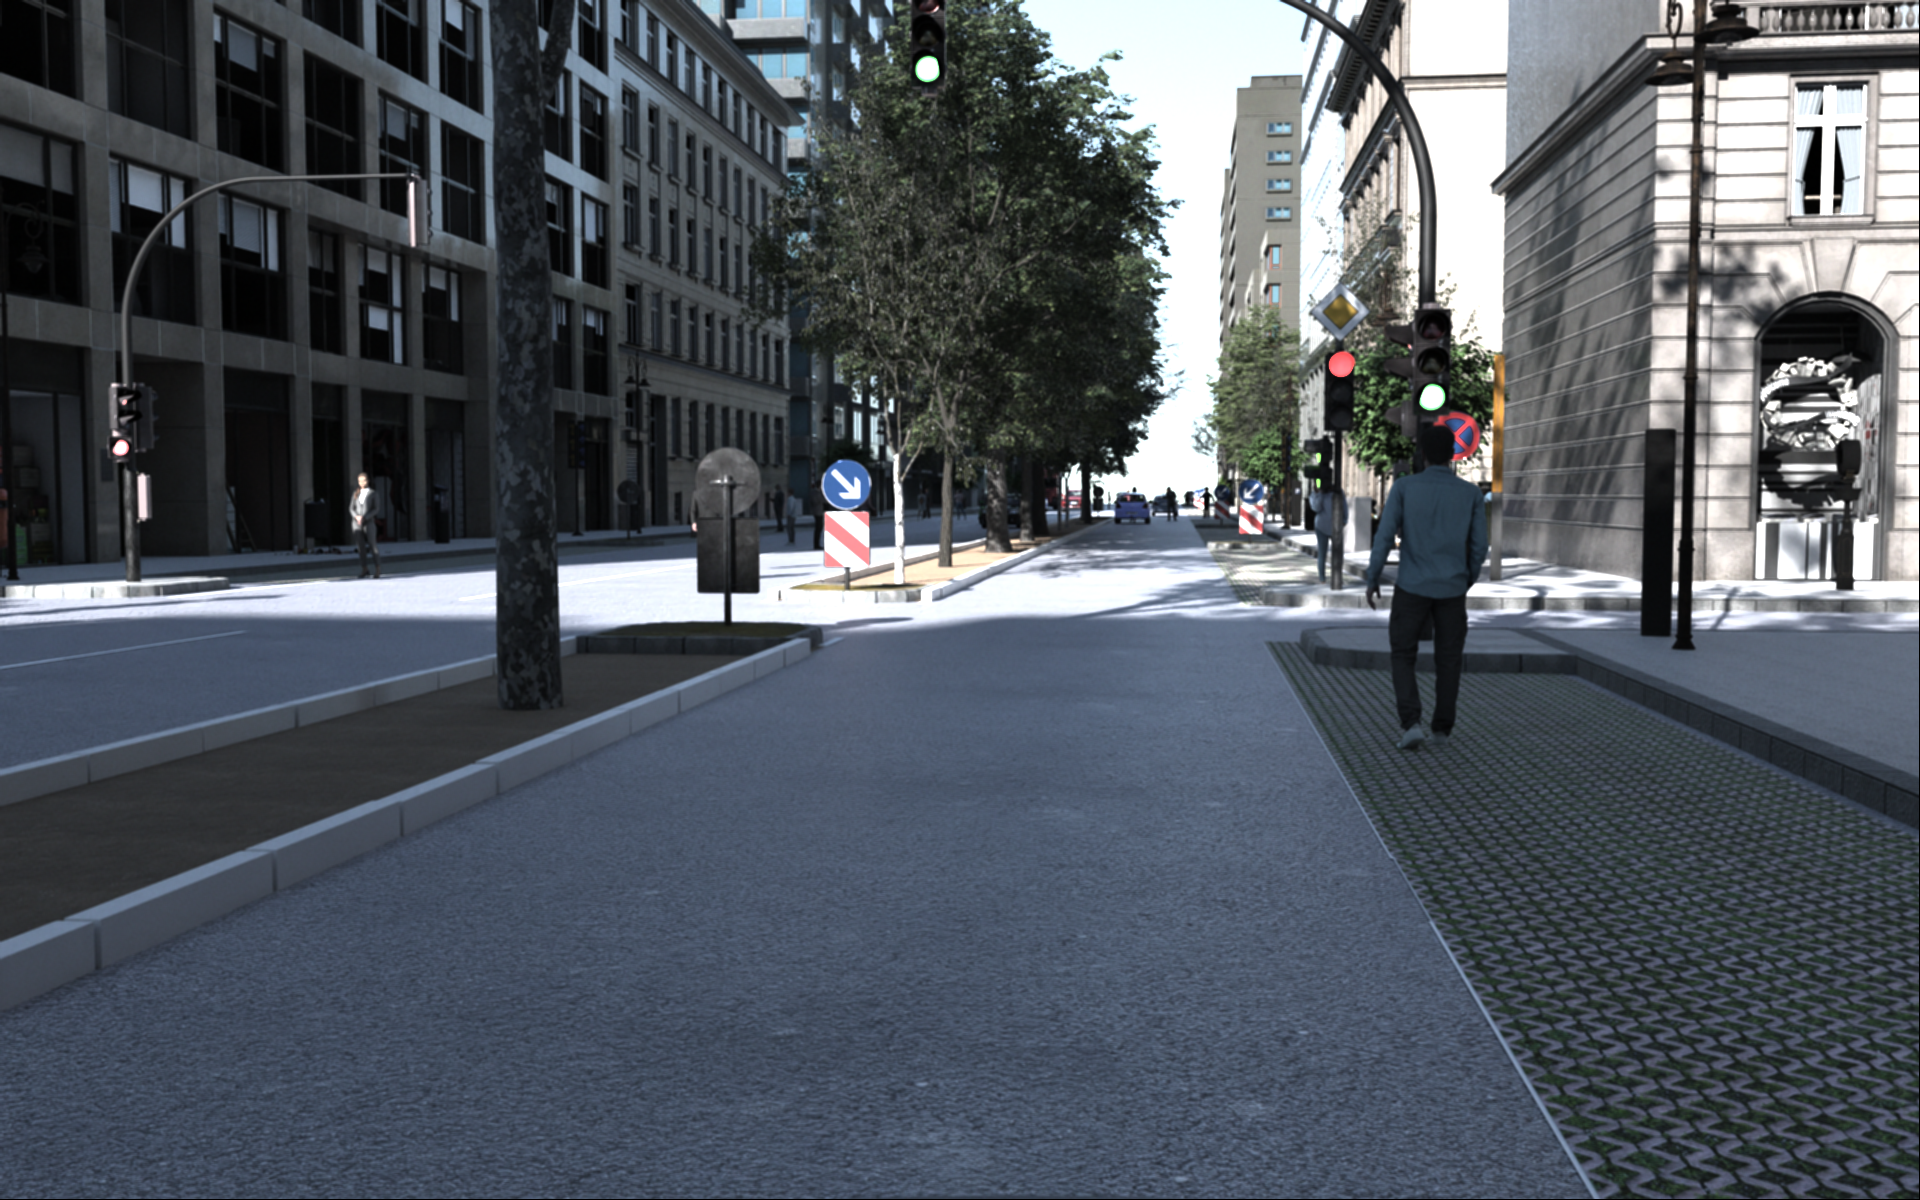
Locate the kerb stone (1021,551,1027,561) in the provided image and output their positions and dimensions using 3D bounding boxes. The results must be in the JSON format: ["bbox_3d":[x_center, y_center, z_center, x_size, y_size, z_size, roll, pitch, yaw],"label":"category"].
[{"bbox_3d":[1.260,-0.892,36.775,0.120,0.150,1.000,0,4,7],"label":"kerb stone"}]

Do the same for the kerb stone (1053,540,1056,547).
[{"bbox_3d":[2.389,-1.452,45.938,0.120,0.150,1.000,0,4,7],"label":"kerb stone"}]

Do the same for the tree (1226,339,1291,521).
[{"bbox_3d":[14.674,-8.113,83.014,4.360,8.622,3.978,0,3,0],"label":"tree"}]

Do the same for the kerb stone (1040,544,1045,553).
[{"bbox_3d":[1.885,-1.195,41.870,0.120,0.150,1.000,0,4,7],"label":"kerb stone"}]

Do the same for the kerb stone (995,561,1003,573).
[{"bbox_3d":[0.629,-0.576,31.663,0.120,0.150,1.000,0,4,7],"label":"kerb stone"}]

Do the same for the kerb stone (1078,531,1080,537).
[{"bbox_3d":[3.781,-2.134,57.132,0.120,0.150,1.000,0,4,7],"label":"kerb stone"}]

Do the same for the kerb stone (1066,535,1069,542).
[{"bbox_3d":[3.037,-1.763,51.019,0.120,0.150,1.000,0,4,7],"label":"kerb stone"}]

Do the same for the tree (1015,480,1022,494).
[{"bbox_3d":[7.236,-12.474,198.552,1.663,3.219,1.824,0,3,0],"label":"tree"}]

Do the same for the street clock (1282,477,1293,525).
[{"bbox_3d":[13.624,-4.124,72.005,0.358,2.002,0.471,-2,4,-34],"label":"street clock"}]

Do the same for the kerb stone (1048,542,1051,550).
[{"bbox_3d":[2.136,-1.328,43.906,0.120,0.150,1.000,0,4,7],"label":"kerb stone"}]

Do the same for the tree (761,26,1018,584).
[{"bbox_3d":[-0.970,-4.542,27.083,4.360,8.622,3.978,0,3,0],"label":"tree"}]

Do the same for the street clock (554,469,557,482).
[{"bbox_3d":[-11.300,-2.631,47.589,0.471,2.002,0.358,3,5,43],"label":"street clock"}]

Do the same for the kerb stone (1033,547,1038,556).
[{"bbox_3d":[1.635,-1.079,39.839,0.120,0.150,1.000,0,4,7],"label":"kerb stone"}]

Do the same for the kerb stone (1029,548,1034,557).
[{"bbox_3d":[1.509,-1.017,38.816,0.120,0.150,1.000,0,4,7],"label":"kerb stone"}]

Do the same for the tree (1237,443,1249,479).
[{"bbox_3d":[14.301,-5.802,78.582,4.285,4.588,4.351,0,3,0],"label":"tree"}]

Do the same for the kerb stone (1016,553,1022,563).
[{"bbox_3d":[1.133,-0.824,35.752,0.120,0.150,1.000,0,4,7],"label":"kerb stone"}]

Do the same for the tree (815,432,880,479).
[{"bbox_3d":[-5.932,-6.596,91.563,4.285,4.588,4.351,0,3,0],"label":"tree"}]

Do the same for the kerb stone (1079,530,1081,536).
[{"bbox_3d":[3.903,-2.199,58.147,0.120,0.150,1.000,0,4,7],"label":"kerb stone"}]

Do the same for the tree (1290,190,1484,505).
[{"bbox_3d":[10.338,-5.601,41.933,4.360,8.622,3.978,0,3,0],"label":"tree"}]

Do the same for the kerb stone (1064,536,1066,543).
[{"bbox_3d":[2.904,-1.701,50.003,0.120,0.150,1.000,0,4,7],"label":"kerb stone"}]

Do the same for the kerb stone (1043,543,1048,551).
[{"bbox_3d":[2.015,-1.266,42.889,0.120,0.150,1.000,0,4,7],"label":"kerb stone"}]

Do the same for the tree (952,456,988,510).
[{"bbox_3d":[0.373,-9.826,144.372,4.285,4.588,4.351,0,3,0],"label":"tree"}]

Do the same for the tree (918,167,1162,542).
[{"bbox_3d":[2.049,-7.976,50.995,7.486,12.596,7.792,0,3,0],"label":"tree"}]

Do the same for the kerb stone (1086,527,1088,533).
[{"bbox_3d":[4.414,-2.448,62.212,0.120,0.150,1.000,0,4,7],"label":"kerb stone"}]

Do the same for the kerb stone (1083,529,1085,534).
[{"bbox_3d":[4.159,-2.322,60.181,0.120,0.150,1.000,0,4,7],"label":"kerb stone"}]

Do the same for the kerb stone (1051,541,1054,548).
[{"bbox_3d":[2.276,-1.390,44.922,0.120,0.150,1.000,0,4,7],"label":"kerb stone"}]

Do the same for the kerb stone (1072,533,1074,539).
[{"bbox_3d":[3.407,-1.950,54.077,0.120,0.150,1.000,0,4,7],"label":"kerb stone"}]

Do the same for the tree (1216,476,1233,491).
[{"bbox_3d":[24.846,-10.401,164.652,1.663,3.219,1.824,0,3,0],"label":"tree"}]

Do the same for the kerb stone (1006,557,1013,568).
[{"bbox_3d":[0.876,-0.704,33.707,0.120,0.150,1.000,0,4,7],"label":"kerb stone"}]

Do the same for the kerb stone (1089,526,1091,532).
[{"bbox_3d":[4.675,-2.571,64.239,0.120,0.150,1.000,0,4,7],"label":"kerb stone"}]

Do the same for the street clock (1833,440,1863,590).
[{"bbox_3d":[11.847,-1.135,23.131,0.358,2.002,0.471,1,4,17],"label":"street clock"}]

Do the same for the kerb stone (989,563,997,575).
[{"bbox_3d":[0.507,-0.517,30.648,0.120,0.150,1.000,0,4,7],"label":"kerb stone"}]

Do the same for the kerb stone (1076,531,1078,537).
[{"bbox_3d":[3.659,-2.070,56.111,0.120,0.150,1.000,0,4,7],"label":"kerb stone"}]

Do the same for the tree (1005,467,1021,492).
[{"bbox_3d":[4.026,-11.769,176.140,4.285,4.588,4.351,0,3,0],"label":"tree"}]

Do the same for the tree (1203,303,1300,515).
[{"bbox_3d":[17.984,-11.356,103.790,7.486,12.596,7.792,0,3,0],"label":"tree"}]

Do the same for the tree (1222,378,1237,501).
[{"bbox_3d":[27.981,-16.632,182.304,12.009,13.543,11.850,0,3,0],"label":"tree"}]

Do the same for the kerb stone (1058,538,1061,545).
[{"bbox_3d":[2.648,-1.577,47.973,0.120,0.150,1.000,0,4,7],"label":"kerb stone"}]

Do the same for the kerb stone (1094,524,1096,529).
[{"bbox_3d":[5.168,-2.817,68.303,0.120,0.150,1.000,0,4,7],"label":"kerb stone"}]

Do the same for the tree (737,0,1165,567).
[{"bbox_3d":[-0.356,-5.883,33.063,8.767,10.594,7.601,0,4,7],"label":"tree"}]

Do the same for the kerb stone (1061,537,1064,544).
[{"bbox_3d":[2.782,-1.639,48.986,0.120,0.150,1.000,0,4,7],"label":"kerb stone"}]

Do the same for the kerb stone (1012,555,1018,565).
[{"bbox_3d":[1.004,-0.765,34.733,0.120,0.150,1.000,0,4,7],"label":"kerb stone"}]

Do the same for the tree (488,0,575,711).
[{"bbox_3d":[-1.776,-9.274,9.983,12.611,20.169,13.585,0,3,0],"label":"tree"}]

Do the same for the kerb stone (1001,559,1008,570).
[{"bbox_3d":[0.748,-0.642,32.685,0.120,0.150,1.000,0,4,7],"label":"kerb stone"}]

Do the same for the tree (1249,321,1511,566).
[{"bbox_3d":[8.254,-2.915,31.380,4.285,4.588,4.351,0,3,0],"label":"tree"}]

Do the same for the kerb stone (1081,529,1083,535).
[{"bbox_3d":[4.035,-2.261,59.160,0.120,0.150,1.000,0,4,7],"label":"kerb stone"}]

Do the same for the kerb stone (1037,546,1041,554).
[{"bbox_3d":[1.764,-1.139,40.854,0.120,0.150,1.000,0,4,7],"label":"kerb stone"}]

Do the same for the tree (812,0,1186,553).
[{"bbox_3d":[0.942,-8.118,41.846,9.857,13.997,8.962,0,3,0],"label":"tree"}]

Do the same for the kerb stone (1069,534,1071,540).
[{"bbox_3d":[3.157,-1.825,52.034,0.120,0.150,1.000,0,4,7],"label":"kerb stone"}]

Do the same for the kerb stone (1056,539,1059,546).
[{"bbox_3d":[2.523,-1.515,46.959,0.120,0.150,1.000,0,4,7],"label":"kerb stone"}]

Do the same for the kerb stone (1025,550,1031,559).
[{"bbox_3d":[1.384,-0.953,37.792,0.120,0.150,1.000,0,4,7],"label":"kerb stone"}]

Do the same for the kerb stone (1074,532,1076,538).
[{"bbox_3d":[3.536,-2.012,55.097,0.120,0.150,1.000,0,4,7],"label":"kerb stone"}]
